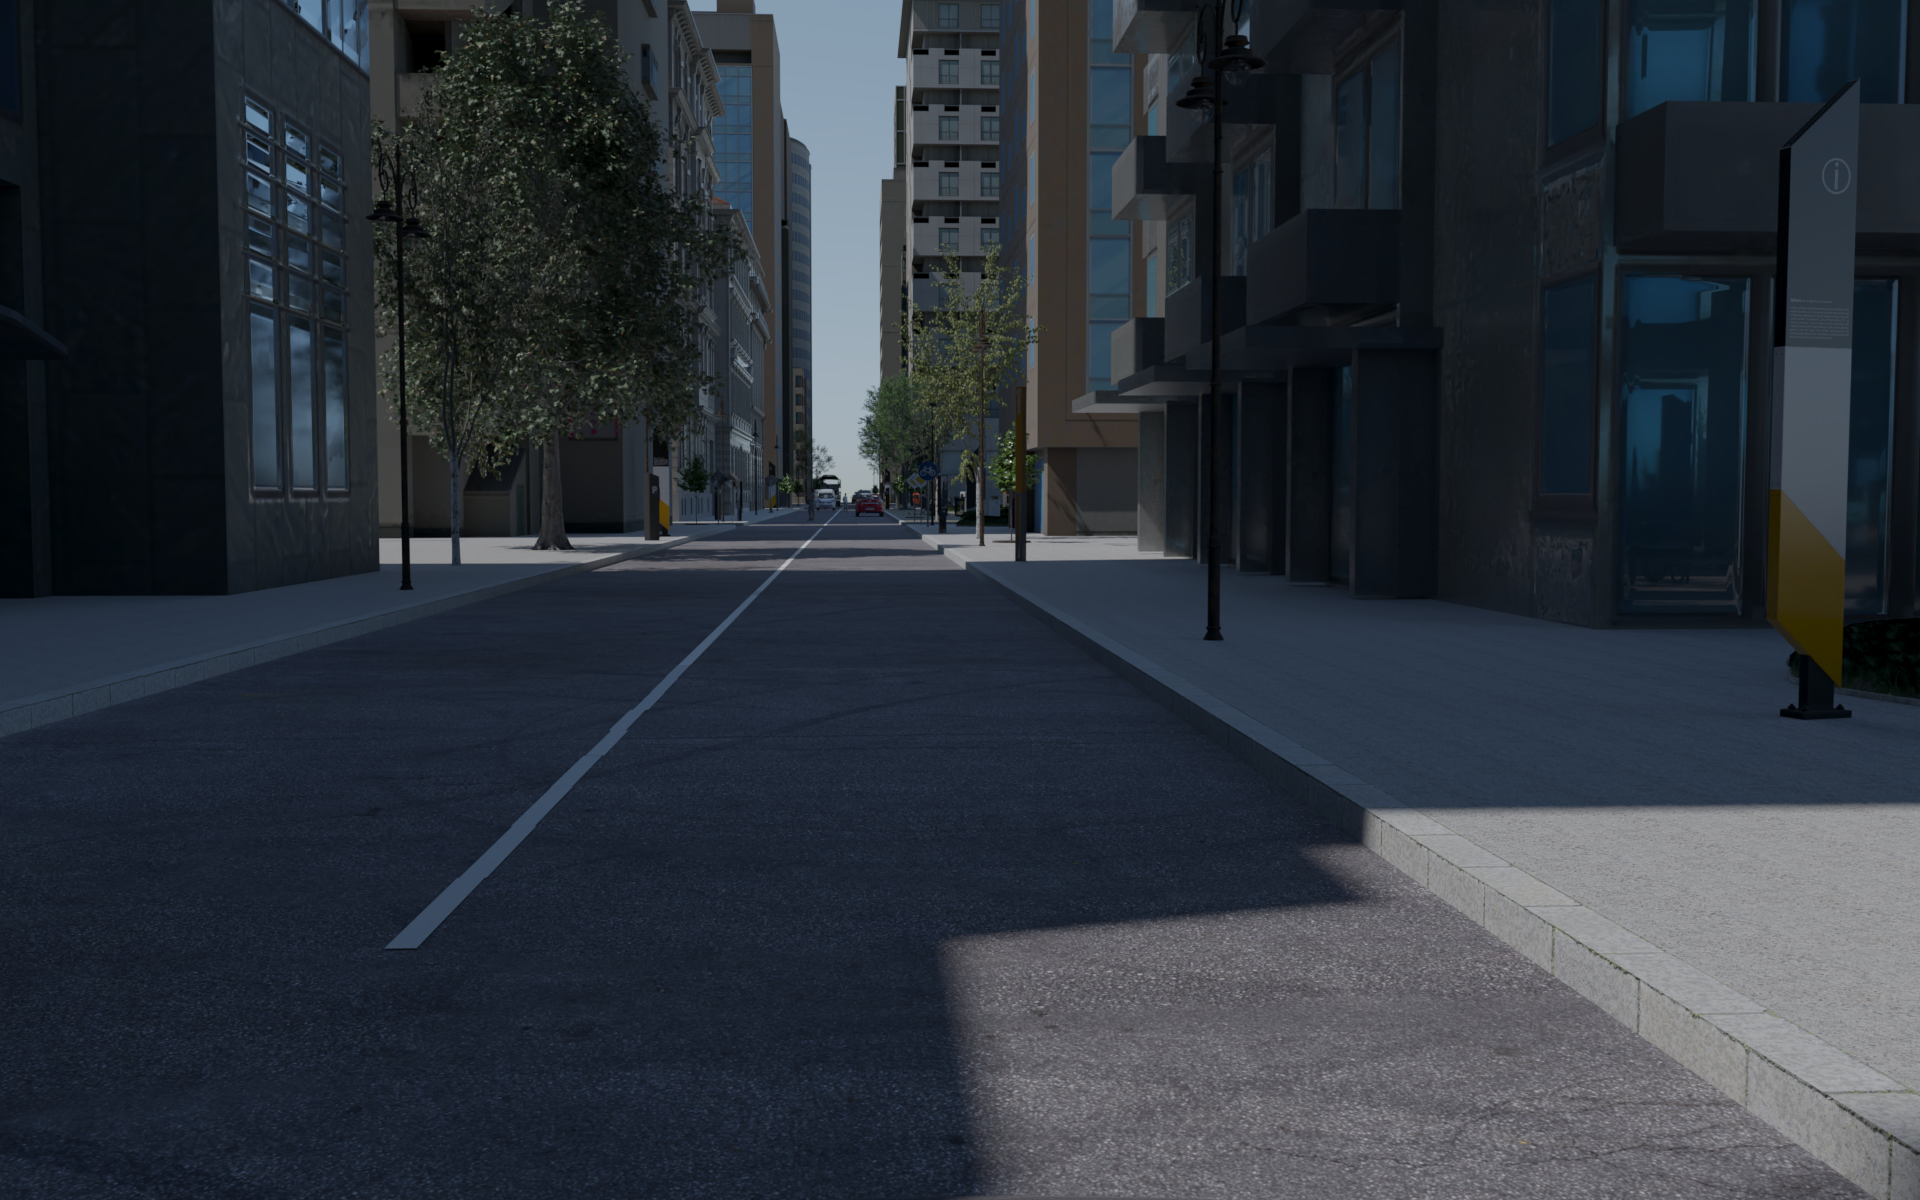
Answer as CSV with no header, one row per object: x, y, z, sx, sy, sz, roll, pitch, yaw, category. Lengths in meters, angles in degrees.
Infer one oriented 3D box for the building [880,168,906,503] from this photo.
-0.904,-38.495,253.091,21.300,48.544,21.600,0,4,-3,building

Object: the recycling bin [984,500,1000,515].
1.356,-4.126,80.016,0.722,1.027,0.722,-3,4,-36,recycling bin

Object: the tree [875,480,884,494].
-8.343,-12.624,201.001,1.663,3.219,1.824,0,3,0,tree

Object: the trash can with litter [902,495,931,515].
-2.543,-5.950,108.333,2.233,1.210,1.678,-1,4,-9,trash can with litter

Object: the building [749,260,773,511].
-21.844,-17.957,135.400,13.314,21.916,24.055,0,4,-3,building

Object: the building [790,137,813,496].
-34.759,-45.100,279.388,21.231,58.520,28.212,0,4,-3,building

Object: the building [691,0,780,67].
-23.707,-31.172,159.772,14.600,45.320,14.200,0,4,-3,building

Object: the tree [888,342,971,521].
-1.200,-8.124,83.191,4.360,8.622,3.978,0,3,0,tree

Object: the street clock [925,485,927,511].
-2.597,-7.642,129.523,0.358,2.002,0.471,-1,4,-16,street clock

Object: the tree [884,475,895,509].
-5.179,-9.510,150.083,1.663,3.219,1.824,0,3,0,tree

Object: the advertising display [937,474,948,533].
-0.575,-3.181,57.224,0.123,1.923,0.974,1,4,13,advertising display

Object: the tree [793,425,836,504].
-20.709,-18.150,231.170,8.767,10.594,7.601,-1,4,-11,tree

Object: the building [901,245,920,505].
0.136,-26.329,202.181,14.160,30.474,14.107,0,4,-3,building

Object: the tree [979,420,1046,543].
1.382,-3.115,45.525,1.663,3.219,1.824,0,3,0,tree

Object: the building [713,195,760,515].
-19.387,-16.928,112.924,11.583,22.565,21.152,0,4,-3,building

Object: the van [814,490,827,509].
-13.773,-9.889,168.695,2.013,2.044,4.112,0,4,-3,van

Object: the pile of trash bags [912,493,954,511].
-1.956,-7.462,131.748,3.447,1.369,1.912,1,4,11,pile of trash bags

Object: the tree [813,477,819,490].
-25.688,-20.061,311.710,4.285,4.588,4.351,0,3,0,tree

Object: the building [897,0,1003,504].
8.170,-36.204,181.182,28.713,52.752,27.495,0,4,-3,building

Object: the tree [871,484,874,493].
-14.936,-18.990,305.089,1.663,3.219,1.824,0,3,0,tree

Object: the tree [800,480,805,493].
-17.547,-11.675,185.480,1.663,3.219,1.824,0,3,0,tree

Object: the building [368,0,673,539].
-21.653,-26.589,58.440,21.600,48.544,21.300,0,4,-3,building

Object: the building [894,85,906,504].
-3.303,-52.876,302.778,20.563,71.187,20.611,0,4,-3,building

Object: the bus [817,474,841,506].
-16.534,-13.988,220.252,2.896,3.916,12.252,0,4,-2,bus

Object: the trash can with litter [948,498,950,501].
-1.138,-6.487,117.448,0.624,1.170,1.055,1,4,22,trash can with litter

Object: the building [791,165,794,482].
-26.766,-33.760,202.094,14.600,45.320,14.200,0,4,-3,building

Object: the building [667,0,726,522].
-19.862,-18.502,89.896,14.401,28.519,23.554,0,4,-3,building

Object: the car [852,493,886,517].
-5.799,-6.225,110.812,2.155,1.783,4.494,0,4,-4,car

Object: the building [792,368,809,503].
-36.305,-24.883,251.872,27.650,21.520,28.899,0,4,-3,building

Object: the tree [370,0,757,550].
-9.465,-7.502,39.671,9.611,12.733,9.660,0,3,0,tree

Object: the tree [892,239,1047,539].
0.298,-6.060,49.439,4.737,8.622,4.395,0,3,0,tree

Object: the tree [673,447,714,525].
-10.992,-4.742,72.140,1.663,3.219,1.824,0,3,0,tree

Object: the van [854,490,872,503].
-9.318,-9.865,168.301,2.013,2.044,4.112,0,4,-5,van

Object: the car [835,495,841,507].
-14.598,-11.378,198.606,1.945,1.354,3.894,0,4,-4,car

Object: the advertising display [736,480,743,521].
-10.509,-4.728,82.518,0.123,1.923,0.974,-1,4,-17,advertising display

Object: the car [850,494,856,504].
-15.339,-15.159,258.078,2.015,1.641,3.980,0,4,-4,car

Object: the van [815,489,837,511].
-11.782,-8.888,152.329,2.013,2.044,4.112,0,4,-3,van

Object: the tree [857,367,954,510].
-4.282,-13.111,140.124,9.928,11.665,9.643,0,3,0,tree

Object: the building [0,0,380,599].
-17.882,-42.664,10.225,22.319,86.520,31.000,0,4,-3,building

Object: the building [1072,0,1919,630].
14.765,-24.998,28.321,23.786,49.044,30.456,0,4,-3,building

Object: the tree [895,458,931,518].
-2.396,-6.027,93.136,1.663,3.219,1.824,0,3,0,tree

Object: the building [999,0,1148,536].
8.794,-24.972,58.404,14.600,45.320,14.200,0,4,-3,building

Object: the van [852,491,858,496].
-16.329,-16.576,278.035,2.013,2.044,4.112,0,4,-4,van

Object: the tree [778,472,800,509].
-15.347,-9.678,152.828,1.663,3.219,1.824,0,3,0,tree

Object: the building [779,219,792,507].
-24.308,-24.626,174.342,14.160,30.474,14.107,0,4,-3,building

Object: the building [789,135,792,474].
-26.210,-32.894,187.928,14.600,45.320,14.200,0,4,-3,building

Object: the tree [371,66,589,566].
-8.820,-4.927,30.923,4.360,8.622,3.978,0,3,0,tree
